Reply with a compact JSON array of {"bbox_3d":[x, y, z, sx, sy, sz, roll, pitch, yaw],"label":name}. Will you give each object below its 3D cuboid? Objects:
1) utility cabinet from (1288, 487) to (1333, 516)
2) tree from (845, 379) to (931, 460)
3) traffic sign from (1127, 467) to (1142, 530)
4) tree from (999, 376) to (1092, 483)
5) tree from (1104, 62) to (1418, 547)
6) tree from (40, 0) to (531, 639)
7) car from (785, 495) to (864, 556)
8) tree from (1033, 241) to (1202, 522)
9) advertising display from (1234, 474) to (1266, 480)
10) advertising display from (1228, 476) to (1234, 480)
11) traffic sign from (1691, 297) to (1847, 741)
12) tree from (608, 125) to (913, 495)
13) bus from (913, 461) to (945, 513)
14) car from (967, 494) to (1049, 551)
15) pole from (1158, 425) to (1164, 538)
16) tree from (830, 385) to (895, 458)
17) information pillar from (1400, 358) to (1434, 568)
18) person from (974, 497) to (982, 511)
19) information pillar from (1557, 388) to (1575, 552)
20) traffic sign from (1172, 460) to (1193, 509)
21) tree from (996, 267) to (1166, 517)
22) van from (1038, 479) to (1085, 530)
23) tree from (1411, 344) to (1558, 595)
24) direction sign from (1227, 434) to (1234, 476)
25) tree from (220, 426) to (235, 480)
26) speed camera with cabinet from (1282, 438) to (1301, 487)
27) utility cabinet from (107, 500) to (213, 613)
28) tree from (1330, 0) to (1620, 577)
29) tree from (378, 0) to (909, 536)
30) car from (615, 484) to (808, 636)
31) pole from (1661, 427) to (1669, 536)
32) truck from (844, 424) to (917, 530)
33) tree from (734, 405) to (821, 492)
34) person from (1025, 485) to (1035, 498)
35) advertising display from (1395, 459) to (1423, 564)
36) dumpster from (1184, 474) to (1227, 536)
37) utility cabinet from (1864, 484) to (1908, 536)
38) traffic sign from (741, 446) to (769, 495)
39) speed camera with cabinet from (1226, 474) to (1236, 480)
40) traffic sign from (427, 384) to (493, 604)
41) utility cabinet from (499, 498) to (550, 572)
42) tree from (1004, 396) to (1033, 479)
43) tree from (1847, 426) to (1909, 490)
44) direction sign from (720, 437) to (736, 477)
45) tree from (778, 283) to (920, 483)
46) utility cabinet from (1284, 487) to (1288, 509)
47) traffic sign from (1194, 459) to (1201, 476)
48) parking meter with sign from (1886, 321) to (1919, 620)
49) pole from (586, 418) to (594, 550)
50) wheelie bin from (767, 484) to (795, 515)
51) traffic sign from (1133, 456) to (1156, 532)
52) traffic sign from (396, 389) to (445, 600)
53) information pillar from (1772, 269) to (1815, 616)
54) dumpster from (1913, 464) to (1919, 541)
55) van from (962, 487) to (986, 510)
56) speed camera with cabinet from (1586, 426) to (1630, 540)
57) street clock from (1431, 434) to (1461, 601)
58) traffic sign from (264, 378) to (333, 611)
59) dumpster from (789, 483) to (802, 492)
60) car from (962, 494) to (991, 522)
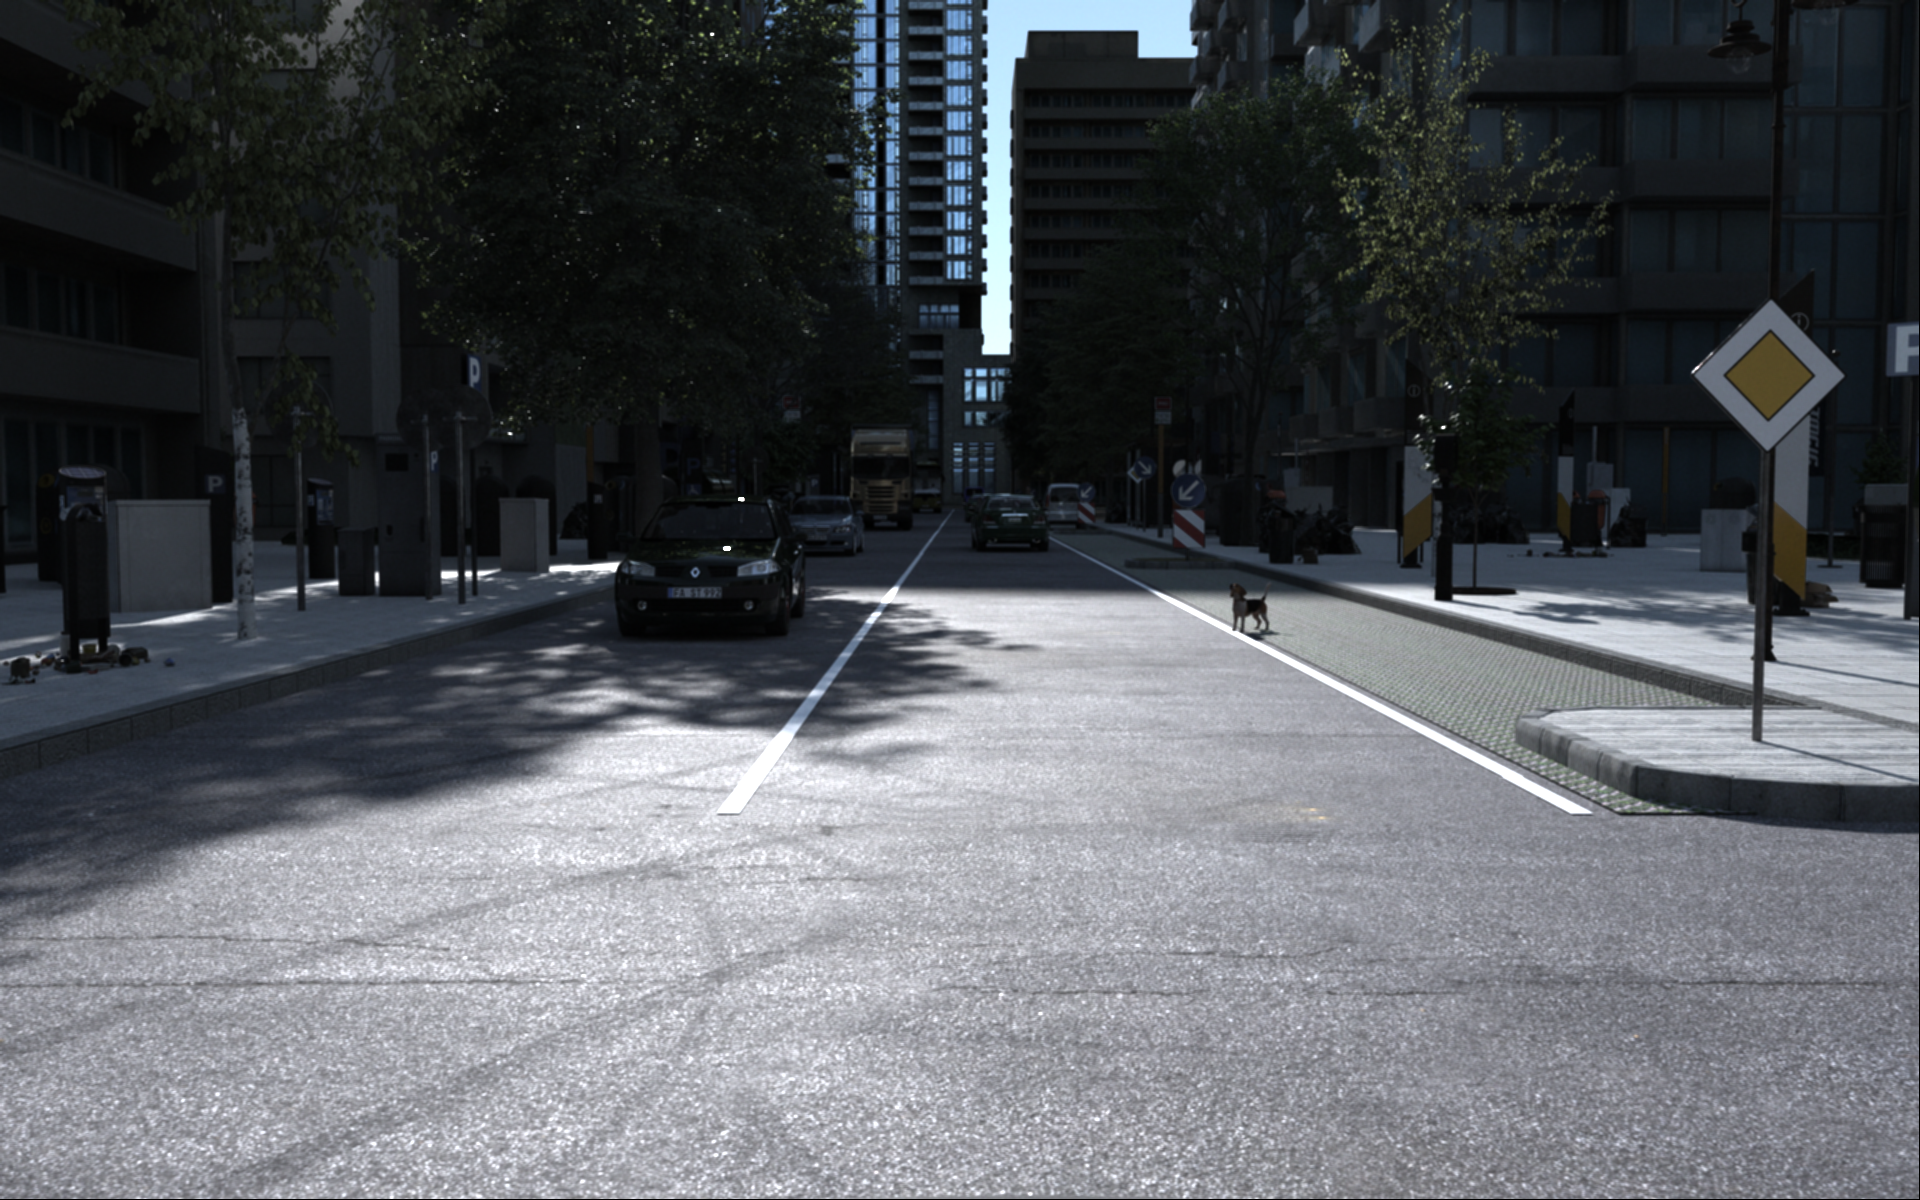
[{"bbox_3d":[10.377,-2.594,51.093,1.173,1.500,0.318,1,4,15],"label":"utility cabinet"},{"bbox_3d":[-6.435,-13.869,152.518,9.928,11.665,9.643,0,3,0],"label":"tree"},{"bbox_3d":[6.329,-3.703,61.729,0.795,2.450,0.064,0,4,8],"label":"traffic sign"},{"bbox_3d":[6.687,-11.189,117.351,8.767,10.594,7.601,1,4,9],"label":"tree"},{"bbox_3d":[7.223,-7.117,42.114,9.928,11.665,9.643,0,3,0],"label":"tree"},{"bbox_3d":[-6.100,-3.964,15.169,4.737,8.622,4.395,0,3,0],"label":"tree"},{"bbox_3d":[-3.258,-1.799,41.408,2.014,1.417,4.499,0,4,1],"label":"car"},{"bbox_3d":[7.189,-9.792,78.227,7.486,12.596,7.792,0,3,0],"label":"tree"},{"bbox_3d":[9.610,-3.177,57.155,0.974,1.923,0.123,2,4,31],"label":"advertising display"},{"bbox_3d":[10.025,-3.459,61.768,0.974,1.923,0.123,1,4,10],"label":"advertising display"},{"bbox_3d":[4.140,-0.324,8.943,0.795,2.450,0.064,0,4,0],"label":"traffic sign"},{"bbox_3d":[-6.433,-8.868,55.355,12.009,13.543,11.850,0,3,0],"label":"tree"},{"bbox_3d":[-2.603,-8.628,132.608,2.896,3.916,12.252,0,4,0],"label":"bus"},{"bbox_3d":[1.266,-2.013,44.709,2.131,1.459,4.920,0,4,-2],"label":"car"},{"bbox_3d":[5.909,-3.495,50.994,0.158,3.312,0.155,0,3,0],"label":"pole"},{"bbox_3d":[-6.409,-9.798,110.558,4.360,8.622,3.978,0,3,0],"label":"tree"},{"bbox_3d":[7.905,-2.360,29.939,0.504,3.616,0.183,0,4,3],"label":"information pillar"},{"bbox_3d":[0.829,-3.592,71.508,0.475,1.303,0.640,-1,4,-12],"label":"person"},{"bbox_3d":[13.408,-2.872,38.314,0.504,3.616,0.183,-3,5,-39],"label":"information pillar"},{"bbox_3d":[8.244,-3.918,64.159,0.768,2.556,0.104,0,4,1],"label":"traffic sign"},{"bbox_3d":[7.434,-11.716,98.213,9.857,13.997,8.962,0,3,0],"label":"tree"},{"bbox_3d":[4.124,-3.802,69.171,2.013,2.044,4.112,0,4,1],"label":"van"},{"bbox_3d":[6.669,-1.709,22.543,1.663,3.219,1.824,0,3,0],"label":"tree"},{"bbox_3d":[10.212,-4.493,65.464,0.379,3.537,0.876,0,4,-6],"label":"direction sign"},{"bbox_3d":[-18.667,-2.951,42.853,1.663,3.219,1.824,0,3,0],"label":"tree"},{"bbox_3d":[11.832,-4.146,62.131,0.660,3.252,2.038,0,4,8],"label":"speed camera with cabinet"},{"bbox_3d":[-8.828,-0.486,19.109,0.306,1.237,1.020,3,5,43],"label":"utility cabinet"},{"bbox_3d":[7.422,-4.646,26.324,4.360,8.622,3.978,0,3,0],"label":"tree"},{"bbox_3d":[-5.794,-7.658,31.869,9.857,13.997,8.962,0,3,0],"label":"tree"},{"bbox_3d":[-2.621,-0.548,18.750,2.009,1.686,4.222,0,4,-2],"label":"car"},{"bbox_3d":[21.452,-3.599,52.679,0.158,3.312,0.155,0,3,0],"label":"pole"},{"bbox_3d":[-3.151,-5.056,71.584,2.839,4.237,11.283,0,4,-1],"label":"truck"},{"bbox_3d":[-6.786,-4.912,64.023,4.285,4.588,4.351,0,3,0],"label":"tree"},{"bbox_3d":[2.370,-3.150,60.757,0.760,1.731,0.466,2,4,35],"label":"person"},{"bbox_3d":[8.387,-1.650,32.187,0.123,1.923,0.974,3,5,43],"label":"advertising display"},{"bbox_3d":[7.351,-2.809,51.681,1.264,1.857,1.865,0,3,0],"label":"dumpster"},{"bbox_3d":[20.508,-1.793,37.999,1.173,1.500,0.318,3,4,38],"label":"utility cabinet"},{"bbox_3d":[-5.484,-2.825,46.290,0.768,2.556,0.104,0,4,7],"label":"traffic sign"},{"bbox_3d":[13.011,-5.302,81.031,0.660,3.252,2.038,-1,4,-12],"label":"speed camera with cabinet"},{"bbox_3d":[-5.815,-1.225,20.141,0.768,2.556,0.104,0,4,3],"label":"traffic sign"},{"bbox_3d":[-7.232,-1.077,28.774,1.020,1.237,0.306,3,5,41],"label":"utility cabinet"},{"bbox_3d":[7.371,-14.187,150.078,7.486,12.596,7.792,0,3,0],"label":"tree"},{"bbox_3d":[26.274,-3.370,49.694,1.663,3.219,1.824,0,3,0],"label":"tree"},{"bbox_3d":[-9.288,-4.738,69.464,0.876,3.537,0.379,3,5,40],"label":"direction sign"},{"bbox_3d":[-5.930,-10.716,93.334,7.486,12.596,7.792,0,3,0],"label":"tree"},{"bbox_3d":[10.986,-2.910,56.256,1.173,1.500,0.318,2,4,24],"label":"utility cabinet"},{"bbox_3d":[8.781,-3.801,62.255,0.768,2.556,0.104,0,4,1],"label":"traffic sign"},{"bbox_3d":[10.308,-1.335,18.091,1.738,3.016,0.543,-3,4,-39],"label":"parking meter with sign"},{"bbox_3d":[-8.480,-2.806,39.724,0.158,3.312,0.155,0,3,0],"label":"pole"},{"bbox_3d":[-5.613,-2.823,54.066,0.980,1.594,0.693,-1,4,-18],"label":"wheelie bin"},{"bbox_3d":[6.226,-3.567,58.421,0.768,2.556,0.104,0,4,3],"label":"traffic sign"},{"bbox_3d":[-6.446,-1.275,20.947,0.768,2.556,0.104,0,4,5],"label":"traffic sign"},{"bbox_3d":[8.669,-1.640,18.165,0.504,3.616,0.183,0,4,2],"label":"information pillar"},{"bbox_3d":[6.722,-0.454,9.923,1.502,2.255,1.985,0,4,0],"label":"dumpster"},{"bbox_3d":[1.283,-9.273,156.005,2.240,2.365,5.245,0,3,0],"label":"van"},{"bbox_3d":[18.593,-3.384,49.663,0.660,3.252,2.038,0,4,1],"label":"speed camera with cabinet"},{"bbox_3d":[5.848,-0.998,20.880,0.358,2.002,0.471,2,4,24],"label":"street clock"},{"bbox_3d":[-7.240,-1.154,18.967,0.768,2.556,0.104,0,4,4],"label":"traffic sign"},{"bbox_3d":[-7.642,-4.584,80.700,1.264,1.857,1.865,0,4,0],"label":"dumpster"},{"bbox_3d":[1.189,-4.740,89.290,2.131,1.459,4.920,0,4,-1],"label":"car"}]
